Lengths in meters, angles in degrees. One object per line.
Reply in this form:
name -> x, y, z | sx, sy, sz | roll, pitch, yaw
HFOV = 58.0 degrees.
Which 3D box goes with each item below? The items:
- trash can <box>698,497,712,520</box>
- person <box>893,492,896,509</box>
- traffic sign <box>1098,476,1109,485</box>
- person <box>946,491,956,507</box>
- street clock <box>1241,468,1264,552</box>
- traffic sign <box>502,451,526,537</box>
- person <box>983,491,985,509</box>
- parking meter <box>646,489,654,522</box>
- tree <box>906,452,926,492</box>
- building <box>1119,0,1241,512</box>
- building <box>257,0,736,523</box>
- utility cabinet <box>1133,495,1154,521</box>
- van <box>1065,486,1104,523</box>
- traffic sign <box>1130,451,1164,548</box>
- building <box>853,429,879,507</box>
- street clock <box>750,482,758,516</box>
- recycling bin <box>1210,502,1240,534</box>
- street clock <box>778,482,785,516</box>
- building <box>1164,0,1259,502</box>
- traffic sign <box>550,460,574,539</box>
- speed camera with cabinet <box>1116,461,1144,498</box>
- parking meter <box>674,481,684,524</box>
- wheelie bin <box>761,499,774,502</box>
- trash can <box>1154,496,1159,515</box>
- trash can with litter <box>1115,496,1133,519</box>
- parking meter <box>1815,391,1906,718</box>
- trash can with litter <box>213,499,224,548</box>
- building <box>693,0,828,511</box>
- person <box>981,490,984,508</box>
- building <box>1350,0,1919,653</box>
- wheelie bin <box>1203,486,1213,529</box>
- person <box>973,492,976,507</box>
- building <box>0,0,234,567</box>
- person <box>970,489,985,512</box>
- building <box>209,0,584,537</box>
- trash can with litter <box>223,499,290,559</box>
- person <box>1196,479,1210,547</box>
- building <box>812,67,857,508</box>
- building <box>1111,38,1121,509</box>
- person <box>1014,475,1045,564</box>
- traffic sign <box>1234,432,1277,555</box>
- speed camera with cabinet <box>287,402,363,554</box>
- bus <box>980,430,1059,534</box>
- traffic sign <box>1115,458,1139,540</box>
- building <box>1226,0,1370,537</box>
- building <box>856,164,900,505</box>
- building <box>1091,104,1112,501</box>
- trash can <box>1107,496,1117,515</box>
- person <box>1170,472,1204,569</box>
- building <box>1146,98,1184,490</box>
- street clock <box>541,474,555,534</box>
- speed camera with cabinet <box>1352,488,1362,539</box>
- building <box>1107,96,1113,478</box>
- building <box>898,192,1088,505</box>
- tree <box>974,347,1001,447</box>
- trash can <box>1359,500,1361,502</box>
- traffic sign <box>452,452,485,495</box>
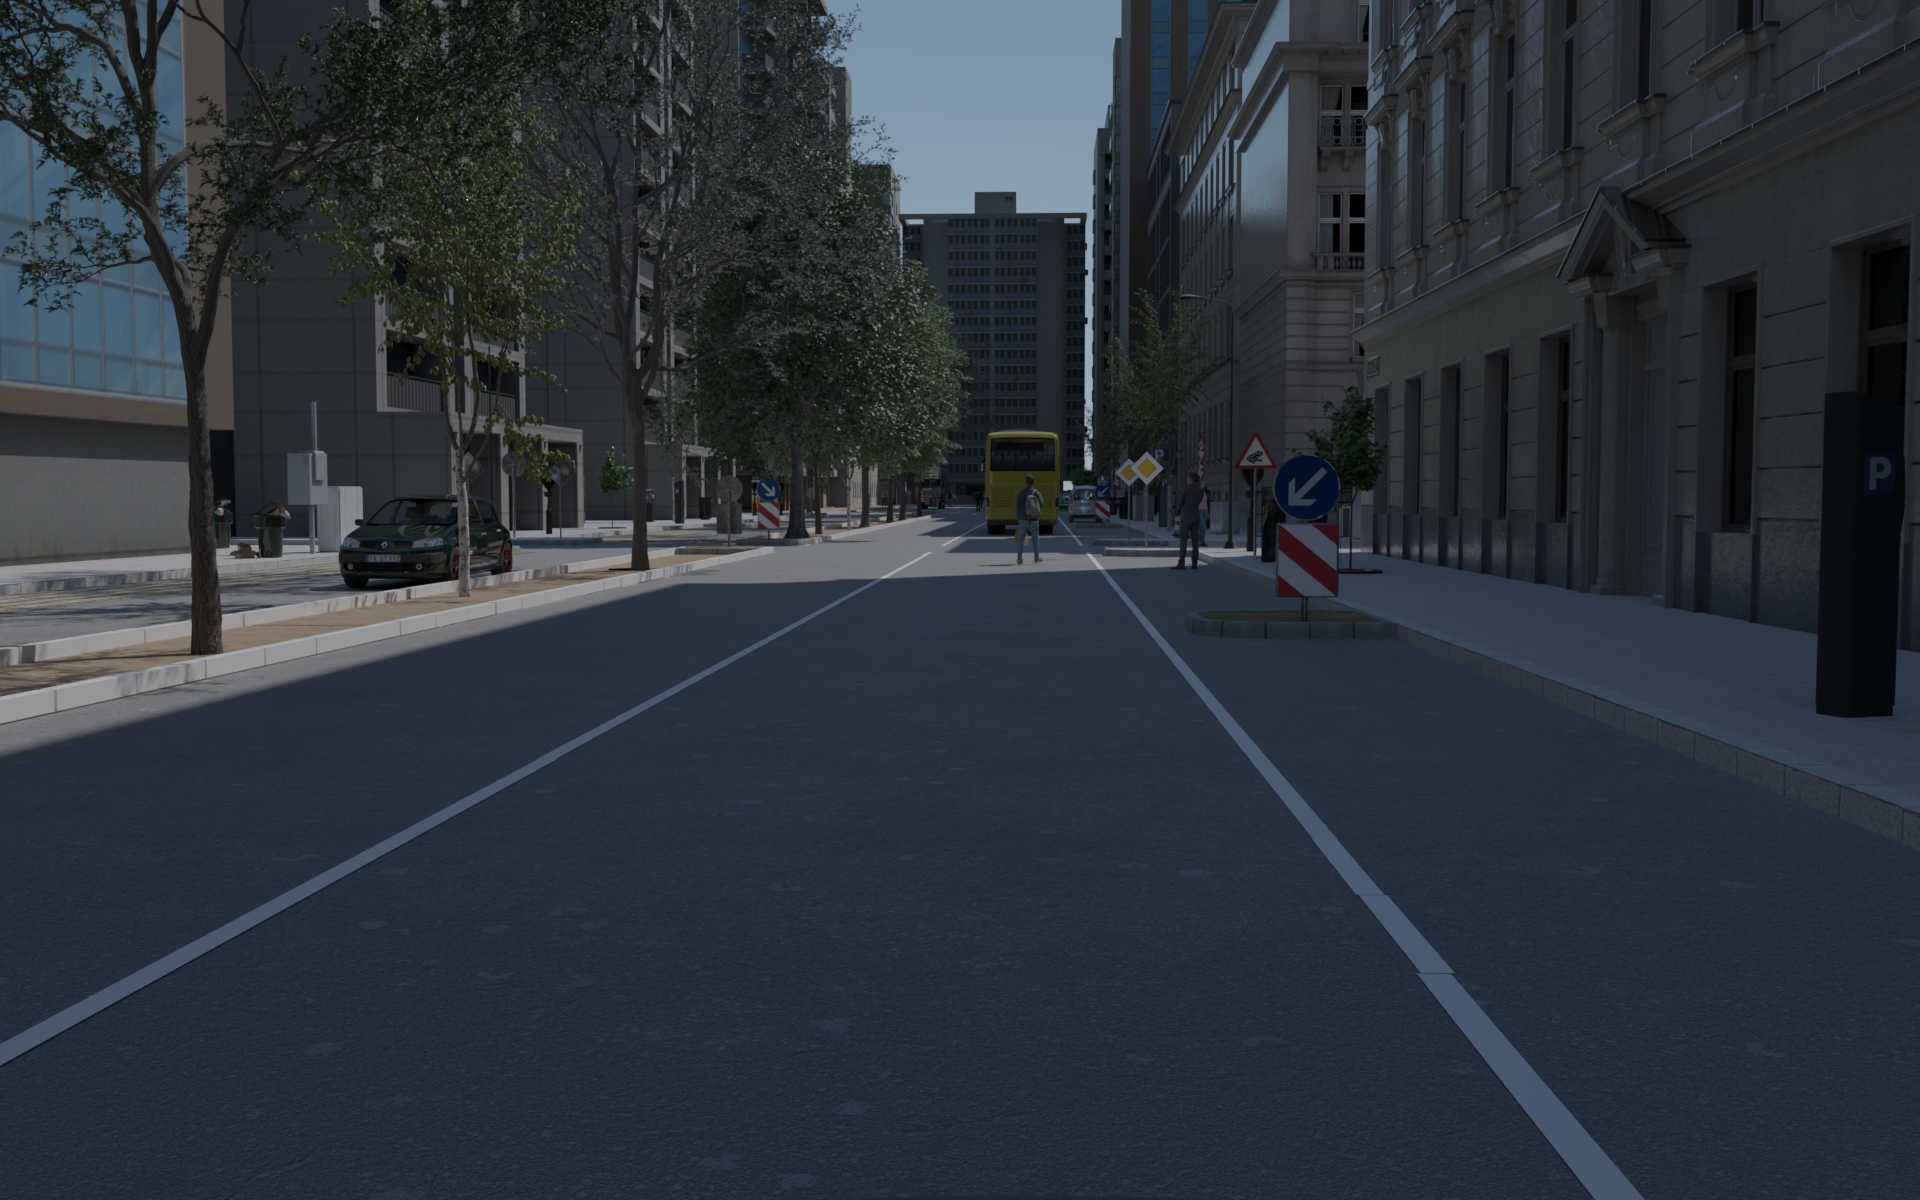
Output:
trash can -> -12.657, -4.546, 85.984 | 0.748, 1.137, 0.748 | 0, 3, 0
person -> -5.881, -8.898, 155.456 | 0.593, 1.643, 0.415 | 3, 4, 36
traffic sign -> 9.951, -7.351, 120.293 | 0.768, 2.556, 0.104 | 0, 4, 5
person -> -1.036, -10.890, 186.557 | 1.348, 1.822, 0.705 | 2, 4, 25
street clock -> 6.509, -2.082, 38.609 | 0.471, 2.002, 0.358 | -1, 4, -8
traffic sign -> -13.224, -3.132, 51.321 | 0.768, 2.556, 0.104 | 1, 4, 9
person -> 2.402, -9.632, 166.653 | 0.621, 1.740, 0.551 | -2, 4, -25
parking meter -> -14.232, -4.344, 79.430 | 0.372, 1.533, 0.369 | 0, 3, 0
tree -> -3.274, -8.997, 99.923 | 4.360, 8.622, 3.978 | 0, 3, 0
building -> 19.313, -29.376, 130.403 | 14.600, 45.320, 14.200 | 0, 4, 3
building -> -23.267, -40.062, 93.265 | 20.563, 71.187, 20.611 | 0, 4, 3
utility cabinet -> 8.672, -4.326, 81.885 | 1.020, 1.237, 0.306 | -2, 4, -24
van -> 6.369, -4.981, 88.451 | 2.013, 2.044, 4.112 | 0, 4, 3
traffic sign -> 4.392, -2.271, 40.776 | 0.795, 2.450, 0.064 | 0, 4, 3
building -> -24.442, -20.830, 185.612 | 28.899, 21.520, 27.650 | 0, 4, 3
street clock -> -12.082, -5.952, 101.891 | 0.358, 2.002, 0.471 | 3, 5, 41
recycling bin -> 8.551, -2.652, 55.922 | 0.722, 1.027, 0.722 | -2, 4, -24
street clock -> -10.695, -6.038, 103.287 | 0.471, 2.002, 0.358 | -3, 4, -38
building -> 18.984, -15.310, 83.607 | 16.112, 22.955, 30.059 | 0, 4, 3
traffic sign -> -11.422, -2.805, 49.507 | 0.795, 2.450, 0.064 | 0, 4, 3
speed camera with cabinet -> 10.214, -6.619, 102.558 | 0.660, 3.252, 2.038 | -3, 5, -44
parking meter -> -12.109, -4.220, 74.713 | 0.399, 1.863, 0.255 | 3, 4, 38
wheelie bin -> -11.828, -6.008, 106.135 | 0.980, 1.594, 0.693 | 2, 4, 24
trash can -> 11.627, -5.677, 104.465 | 0.748, 1.137, 0.748 | 0, 3, 0
trash can with litter -> 8.508, -4.736, 88.826 | 1.055, 1.170, 0.624 | -3, 5, -44
parking meter -> 5.213, -0.264, 10.021 | 0.399, 1.863, 0.255 | -1, 4, -18
trash can with litter -> -17.661, -1.794, 40.726 | 1.055, 1.170, 0.624 | 1, 4, 12
building -> -22.499, -29.646, 139.344 | 22.147, 44.769, 28.867 | 0, 4, 3
person -> 2.234, -10.060, 172.995 | 0.705, 1.821, 1.348 | 0, 4, 6
building -> 15.763, -14.634, 15.678 | 17.030, 29.872, 44.131 | 0, 4, 3
wheelie bin -> 8.922, -3.435, 64.063 | 0.693, 1.594, 0.980 | -2, 4, -29
person -> 1.726, -11.191, 192.938 | 0.593, 1.643, 0.415 | -1, 4, -9
building -> -23.532, -23.278, 30.708 | 14.200, 45.320, 14.600 | 0, 4, 3
person -> 1.434, -7.972, 138.476 | 1.348, 1.869, 0.705 | -2, 4, -27
building -> -24.778, -38.027, 59.990 | 20.563, 71.187, 20.611 | 0, 4, 3
trash can with litter -> -14.006, -1.422, 34.643 | 0.624, 1.170, 1.055 | 3, 5, 42
person -> 6.331, -2.261, 45.469 | 0.388, 1.821, 0.555 | 2, 4, 33
building -> -17.742, -29.217, 161.287 | 14.154, 41.232, 14.086 | 0, 4, 3
building -> 20.879, -29.071, 158.905 | 14.154, 41.232, 14.086 | 0, 4, 3
person -> 1.364, -1.639, 35.291 | 0.794, 1.824, 0.713 | 3, 4, 36
traffic sign -> 6.159, -2.209, 36.115 | 0.884, 2.594, 0.081 | 1, 4, 11
speed camera with cabinet -> -13.862, -2.661, 37.837 | 0.660, 3.252, 2.038 | 1, 4, 12
bus -> 2.212, -4.511, 65.298 | 2.896, 3.916, 12.252 | 0, 4, 1
traffic sign -> 4.755, -2.759, 48.753 | 0.795, 2.450, 0.064 | 0, 4, 3
building -> 21.352, -13.091, 55.837 | 24.055, 21.916, 13.314 | 0, 4, 3
building -> -14.865, -32.673, 217.790 | 14.086, 41.232, 14.154 | 0, 4, 3
building -> 27.437, -36.385, 218.592 | 21.600, 48.544, 21.300 | 0, 4, 3
trash can -> 9.352, -5.794, 106.384 | 0.748, 1.137, 0.748 | 0, 3, 0
person -> 4.326, -1.515, 33.077 | 0.655, 1.846, 0.447 | -2, 4, -28
building -> 19.685, -19.414, 110.923 | 14.314, 27.812, 24.014 | 0, 4, 3
street clock -> -13.128, -3.102, 55.284 | 0.471, 2.002, 0.358 | -1, 4, -19
speed camera with cabinet -> 11.350, -3.331, 48.792 | 0.660, 3.252, 2.038 | 1, 4, 17
building -> 27.003, -34.319, 180.728 | 23.786, 49.044, 30.456 | 0, 4, 3
building -> 4.541, -32.627, 225.331 | 23.993, 40.220, 32.217 | 0, 4, 3
tree -> -2.533, -11.938, 108.018 | 12.009, 13.543, 11.850 | 0, 3, 0
trash can -> 9.826, -1.796, 41.026 | 0.748, 1.137, 0.748 | 0, 3, 0
traffic sign -> -11.785, -2.317, 41.530 | 0.795, 2.450, 0.064 | 0, 4, 3
